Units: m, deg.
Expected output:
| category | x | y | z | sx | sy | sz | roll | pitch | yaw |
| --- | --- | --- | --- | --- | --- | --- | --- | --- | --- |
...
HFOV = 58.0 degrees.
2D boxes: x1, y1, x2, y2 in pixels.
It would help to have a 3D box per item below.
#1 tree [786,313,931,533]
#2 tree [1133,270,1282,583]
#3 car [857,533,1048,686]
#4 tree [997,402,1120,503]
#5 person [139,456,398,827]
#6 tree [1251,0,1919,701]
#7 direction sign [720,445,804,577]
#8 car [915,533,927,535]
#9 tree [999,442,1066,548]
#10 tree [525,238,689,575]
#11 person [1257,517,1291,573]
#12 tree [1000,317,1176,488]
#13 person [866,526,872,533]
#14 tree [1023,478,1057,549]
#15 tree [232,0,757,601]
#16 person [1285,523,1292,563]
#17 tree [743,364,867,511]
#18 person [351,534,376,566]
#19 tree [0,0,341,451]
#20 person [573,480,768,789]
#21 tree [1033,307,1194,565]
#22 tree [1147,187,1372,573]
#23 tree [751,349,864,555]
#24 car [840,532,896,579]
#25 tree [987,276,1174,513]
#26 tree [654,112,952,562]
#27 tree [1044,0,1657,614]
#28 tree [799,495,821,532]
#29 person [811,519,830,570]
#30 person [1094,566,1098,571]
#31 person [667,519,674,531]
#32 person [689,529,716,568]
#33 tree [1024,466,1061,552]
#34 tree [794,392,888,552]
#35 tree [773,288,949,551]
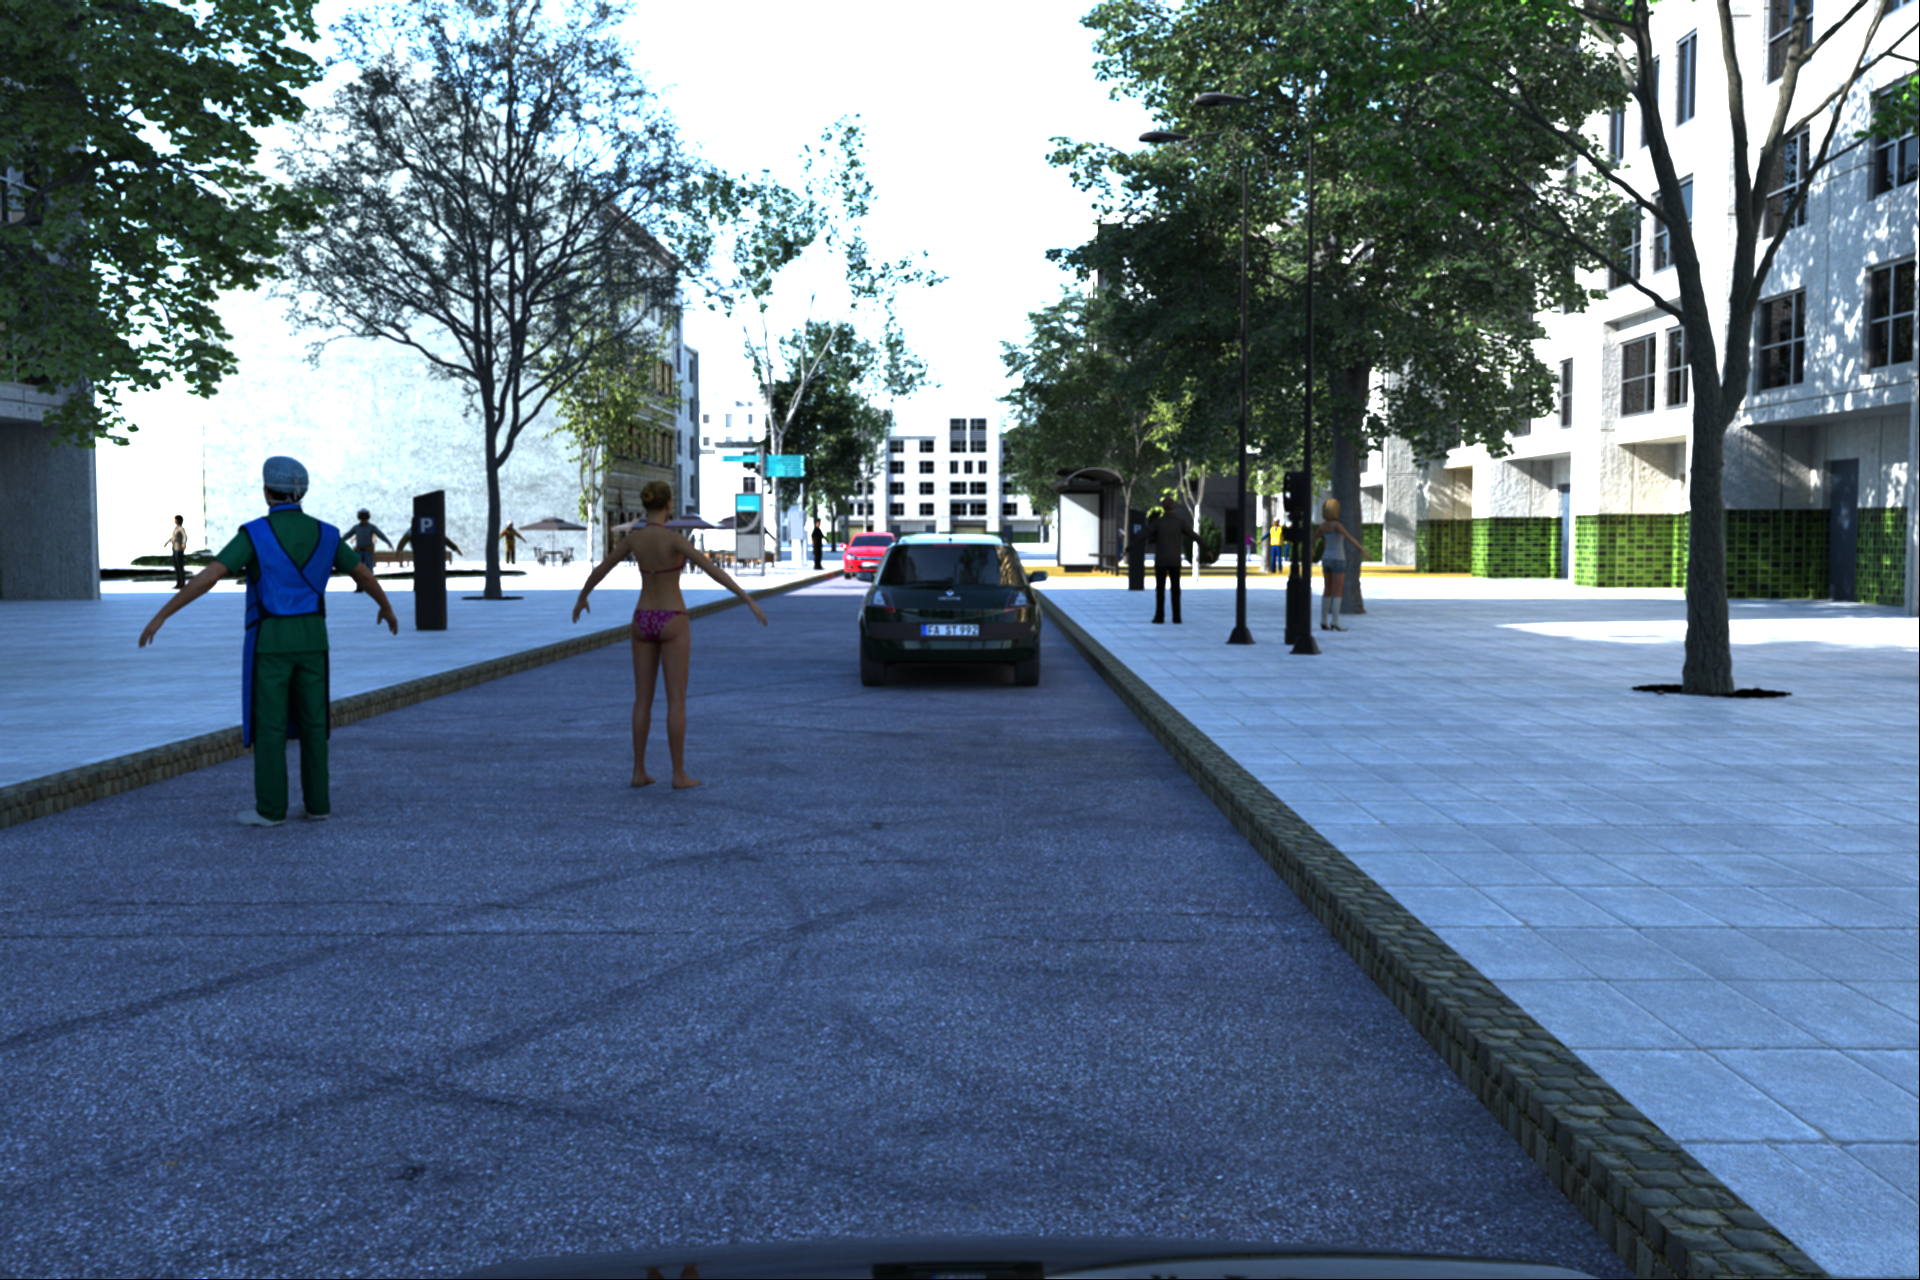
| category | x | y | z | sx | sy | sz | roll | pitch | yaw |
| --- | --- | --- | --- | --- | --- | --- | --- | --- | --- |
| tree | -9.374 | -17.975 | 149.776 | 12.611 | 20.169 | 13.585 | 0 | 3 | 0 |
| tree | 6.322 | -5.818 | 45.493 | 4.737 | 8.622 | 4.395 | 0 | 3 | 0 |
| car | -0.083 | -0.486 | 17.735 | 2.009 | 1.686 | 4.222 | 0 | 4 | 0 |
| tree | 6.341 | -10.482 | 105.787 | 8.767 | 10.594 | 7.601 | 0 | 4 | 6 |
| person | -3.357 | -0.001 | 8.600 | 0.704 | 1.817 | 1.347 | 3 | 5 | 40 |
| tree | 6.069 | -5.379 | 13.702 | 9.928 | 11.665 | 9.643 | 0 | 3 | 0 |
| direction sign | -5.922 | -3.912 | 52.722 | 2.525 | 3.948 | 1.411 | 0 | 4 | 2 |
| car | -2.249 | -6.185 | 109.915 | 1.959 | 1.807 | 4.718 | 0 | 4 | 0 |
| tree | 7.621 | -14.168 | 157.404 | 9.928 | 11.665 | 9.643 | 0 | 3 | 0 |
| tree | -9.239 | -5.742 | 44.245 | 4.737 | 8.622 | 4.395 | 0 | 3 | 0 |
| person | 10.362 | -3.104 | 56.715 | 1.349 | 1.833 | 0.705 | 3 | 5 | 41 |
| tree | 7.267 | -11.270 | 94.636 | 12.009 | 13.543 | 11.850 | 0 | 3 | 0 |
| person | -3.230 | -3.319 | 63.442 | 0.721 | 1.740 | 1.216 | -2 | 4 | -30 |
| tree | 7.263 | -12.096 | 148.128 | 4.737 | 8.622 | 4.395 | 0 | 3 | 0 |
| tree | -9.026 | -7.537 | 33.598 | 12.009 | 13.543 | 11.850 | 0 | 3 | 0 |
| person | 14.791 | -4.354 | 77.648 | 1.216 | 1.772 | 0.721 | -1 | 4 | -22 |
| tree | -8.179 | -9.716 | 93.263 | 7.601 | 10.594 | 8.767 | -3 | 5 | -43 |
| person | -24.017 | -3.899 | 69.887 | 1.345 | 1.843 | 0.704 | 2 | 4 | 26 |
| tree | -9.555 | -5.915 | 14.833 | 7.486 | 12.596 | 7.792 | 0 | 3 | 0 |
| person | -1.673 | -0.037 | 9.859 | 1.217 | 1.733 | 0.721 | 1 | 4 | 17 |
| tree | 6.811 | -8.406 | 71.844 | 8.767 | 10.594 | 7.601 | 1 | 4 | 20 |
| tree | 10.056 | -8.536 | 57.683 | 7.486 | 12.596 | 7.792 | 0 | 3 | 0 |
| tree | -9.195 | -11.503 | 106.195 | 7.486 | 12.596 | 7.792 | 0 | 3 | 0 |
| car | -2.803 | -2.903 | 56.497 | 2.155 | 1.783 | 4.494 | 0 | 3 | 0 |
| tree | 6.444 | -10.812 | 83.438 | 9.857 | 13.997 | 8.962 | 0 | 3 | 0 |
| tree | -7.147 | -13.561 | 77.617 | 12.611 | 20.169 | 13.585 | 0 | 3 | 0 |
| tree | 6.120 | -7.404 | 27.705 | 9.857 | 13.997 | 8.962 | 0 | 3 | 0 |
| tree | -21.411 | -18.082 | 245.997 | 4.737 | 8.622 | 4.395 | 0 | 3 | 0 |
| person | -5.049 | -3.429 | 61.998 | 0.705 | 1.837 | 1.347 | 2 | 4 | 23 |
| person | 4.590 | -3.300 | 60.228 | 1.348 | 1.796 | 0.705 | 1 | 4 | 14 |
| person | -10.008 | -3.278 | 59.817 | 0.704 | 1.802 | 1.346 | 2 | 4 | 29 |
| person | -9.810 | -3.629 | 65.522 | 1.347 | 1.806 | 0.705 | 2 | 4 | 33 |
| tree | 6.508 | -10.546 | 122.784 | 4.360 | 8.622 | 3.978 | 0 | 3 | 0 |
| tree | -8.907 | -12.059 | 122.918 | 9.928 | 11.665 | 9.643 | 0 | 3 | 0 |
| tree | -7.635 | -16.968 | 133.308 | 12.611 | 20.169 | 13.585 | 0 | 3 | 0 |
